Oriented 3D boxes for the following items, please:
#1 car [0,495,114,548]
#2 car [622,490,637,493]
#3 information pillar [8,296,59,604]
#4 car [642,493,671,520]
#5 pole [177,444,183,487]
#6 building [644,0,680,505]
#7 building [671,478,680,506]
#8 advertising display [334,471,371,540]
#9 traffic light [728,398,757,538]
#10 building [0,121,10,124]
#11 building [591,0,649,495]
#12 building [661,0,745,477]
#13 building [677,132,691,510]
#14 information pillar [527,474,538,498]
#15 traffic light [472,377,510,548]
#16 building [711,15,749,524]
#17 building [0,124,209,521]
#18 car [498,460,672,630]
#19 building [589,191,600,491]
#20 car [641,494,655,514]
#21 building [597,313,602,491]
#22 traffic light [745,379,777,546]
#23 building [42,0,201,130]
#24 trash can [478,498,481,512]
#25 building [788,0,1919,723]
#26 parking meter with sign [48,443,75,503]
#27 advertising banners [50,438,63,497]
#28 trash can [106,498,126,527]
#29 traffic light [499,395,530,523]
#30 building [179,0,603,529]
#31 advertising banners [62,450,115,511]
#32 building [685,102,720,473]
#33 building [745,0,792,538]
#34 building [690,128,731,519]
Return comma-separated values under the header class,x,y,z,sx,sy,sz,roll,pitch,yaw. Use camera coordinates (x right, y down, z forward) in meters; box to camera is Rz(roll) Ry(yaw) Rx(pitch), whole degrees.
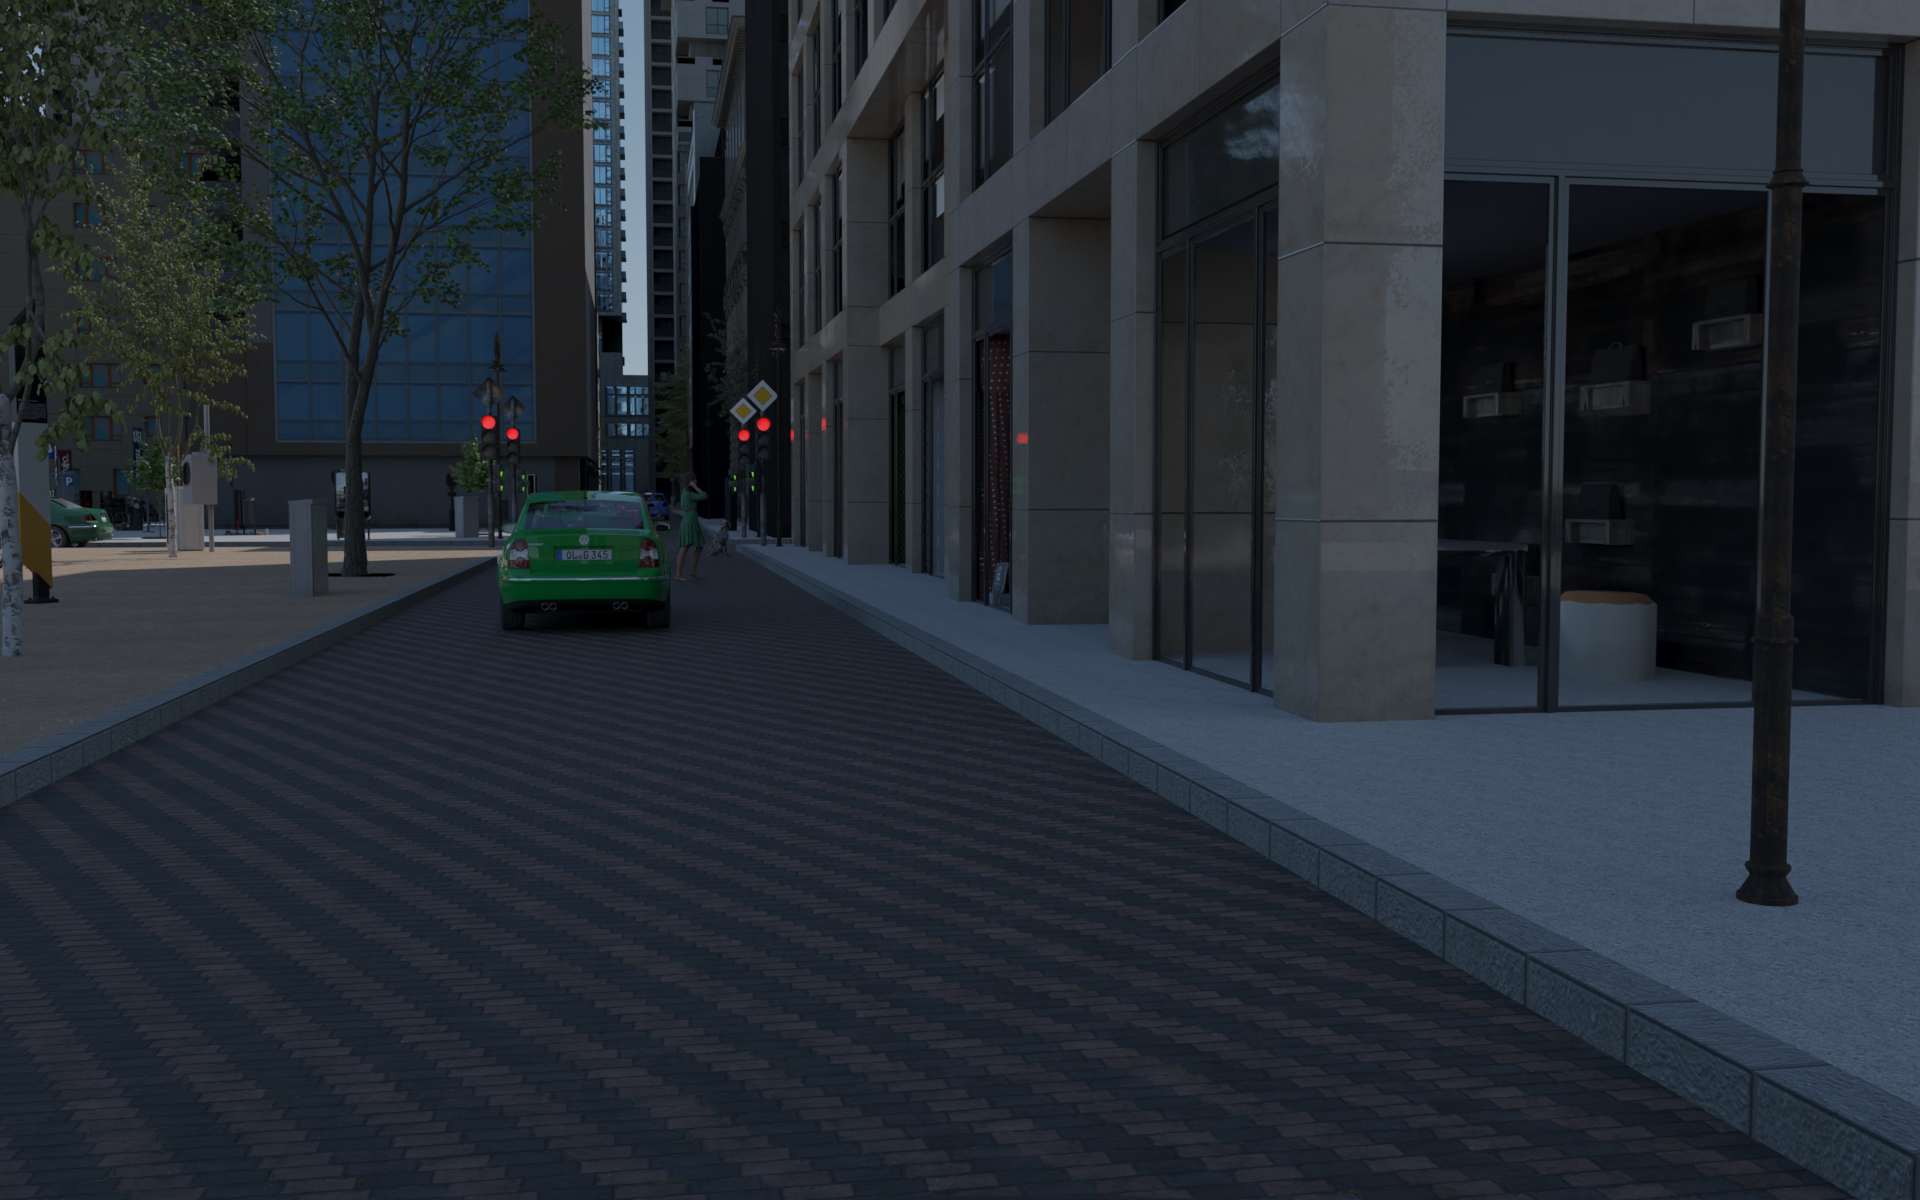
class,x,y,z,sx,sy,sz,roll,pitch,yaw
car,-23.980,-1.938,43.477,4.920,1.459,2.131,-1,4,-10
car,-33.315,-10.143,174.504,2.281,1.827,5.304,-1,4,-8
information pillar,-10.820,-1.763,20.178,0.183,3.616,0.504,1,4,14
car,-16.943,-5.270,95.749,1.945,1.707,3.694,-1,4,-9
pole,-31.553,-4.668,70.168,0.158,3.312,0.155,0,3,0
building,-28.852,-47.612,216.716,20.611,71.187,20.563,-1,4,-10
building,-15.475,-30.471,190.089,32.217,40.220,23.993,-1,4,-10
advertising display,-17.064,-2.658,48.679,0.974,1.923,0.123,0,4,0
traffic light,-6.323,-3.765,50.470,0.839,4.253,0.868,-1,4,-10
building,-111.250,-33.621,199.808,14.200,45.320,14.600,-1,4,-10
building,-54.258,-54.988,211.731,31.000,86.520,22.319,-1,4,-10
building,-13.306,-35.152,163.974,28.713,52.752,27.495,-1,4,-10
building,-16.089,-22.674,142.423,14.160,30.474,14.107,-1,4,-10
information pillar,-15.800,-3.641,64.027,0.304,2.012,0.304,0,4,6
traffic light,-11.216,-3.211,41.428,0.839,4.253,0.868,-1,4,-10
building,-5.367,-15.322,79.401,11.050,23.489,19.941,-1,4,-10
building,-36.093,-15.436,97.414,27.650,21.520,28.899,-1,4,-10
car,-4.255,-0.670,19.748,1.959,1.807,4.718,-1,4,-11
building,-40.234,-23.580,157.238,14.160,30.474,14.107,-1,4,-10
car,-11.832,-3.179,61.011,2.155,1.783,4.494,-1,4,-10
building,-52.829,-20.639,182.488,28.899,21.520,27.650,-1,4,-10
traffic light,-4.866,-3.284,42.619,0.839,4.253,0.868,-1,4,-10
building,-94.227,-46.896,204.998,20.611,71.187,20.563,-1,4,-10
trash can,-15.954,-2.732,56.320,0.748,1.137,0.748,0,3,0
building,8.350,-13.628,27.339,19.350,26.468,34.151,-1,4,-10
parking meter with sign,-30.224,-3.796,58.332,1.738,3.016,0.543,2,4,30
advertising banners,-28.437,-3.557,54.353,0.090,3.025,2.074,-2,4,-34
trash can,-33.289,-3.468,68.351,0.748,1.137,0.748,0,3,0
traffic light,-12.673,-3.692,49.280,0.839,4.253,0.868,-1,4,-10
building,-22.006,-25.638,69.297,14.600,45.320,14.200,-1,4,-10
advertising banners,-34.885,-4.463,69.162,2.074,3.025,0.090,-3,5,-43
building,-11.864,-18.198,115.558,12.078,24.808,19.932,-1,4,-10
building,1.303,-13.899,56.927,15.834,23.373,12.332,-1,4,-10
building,-8.739,-16.413,98.026,12.332,23.373,15.834,-1,4,-10
